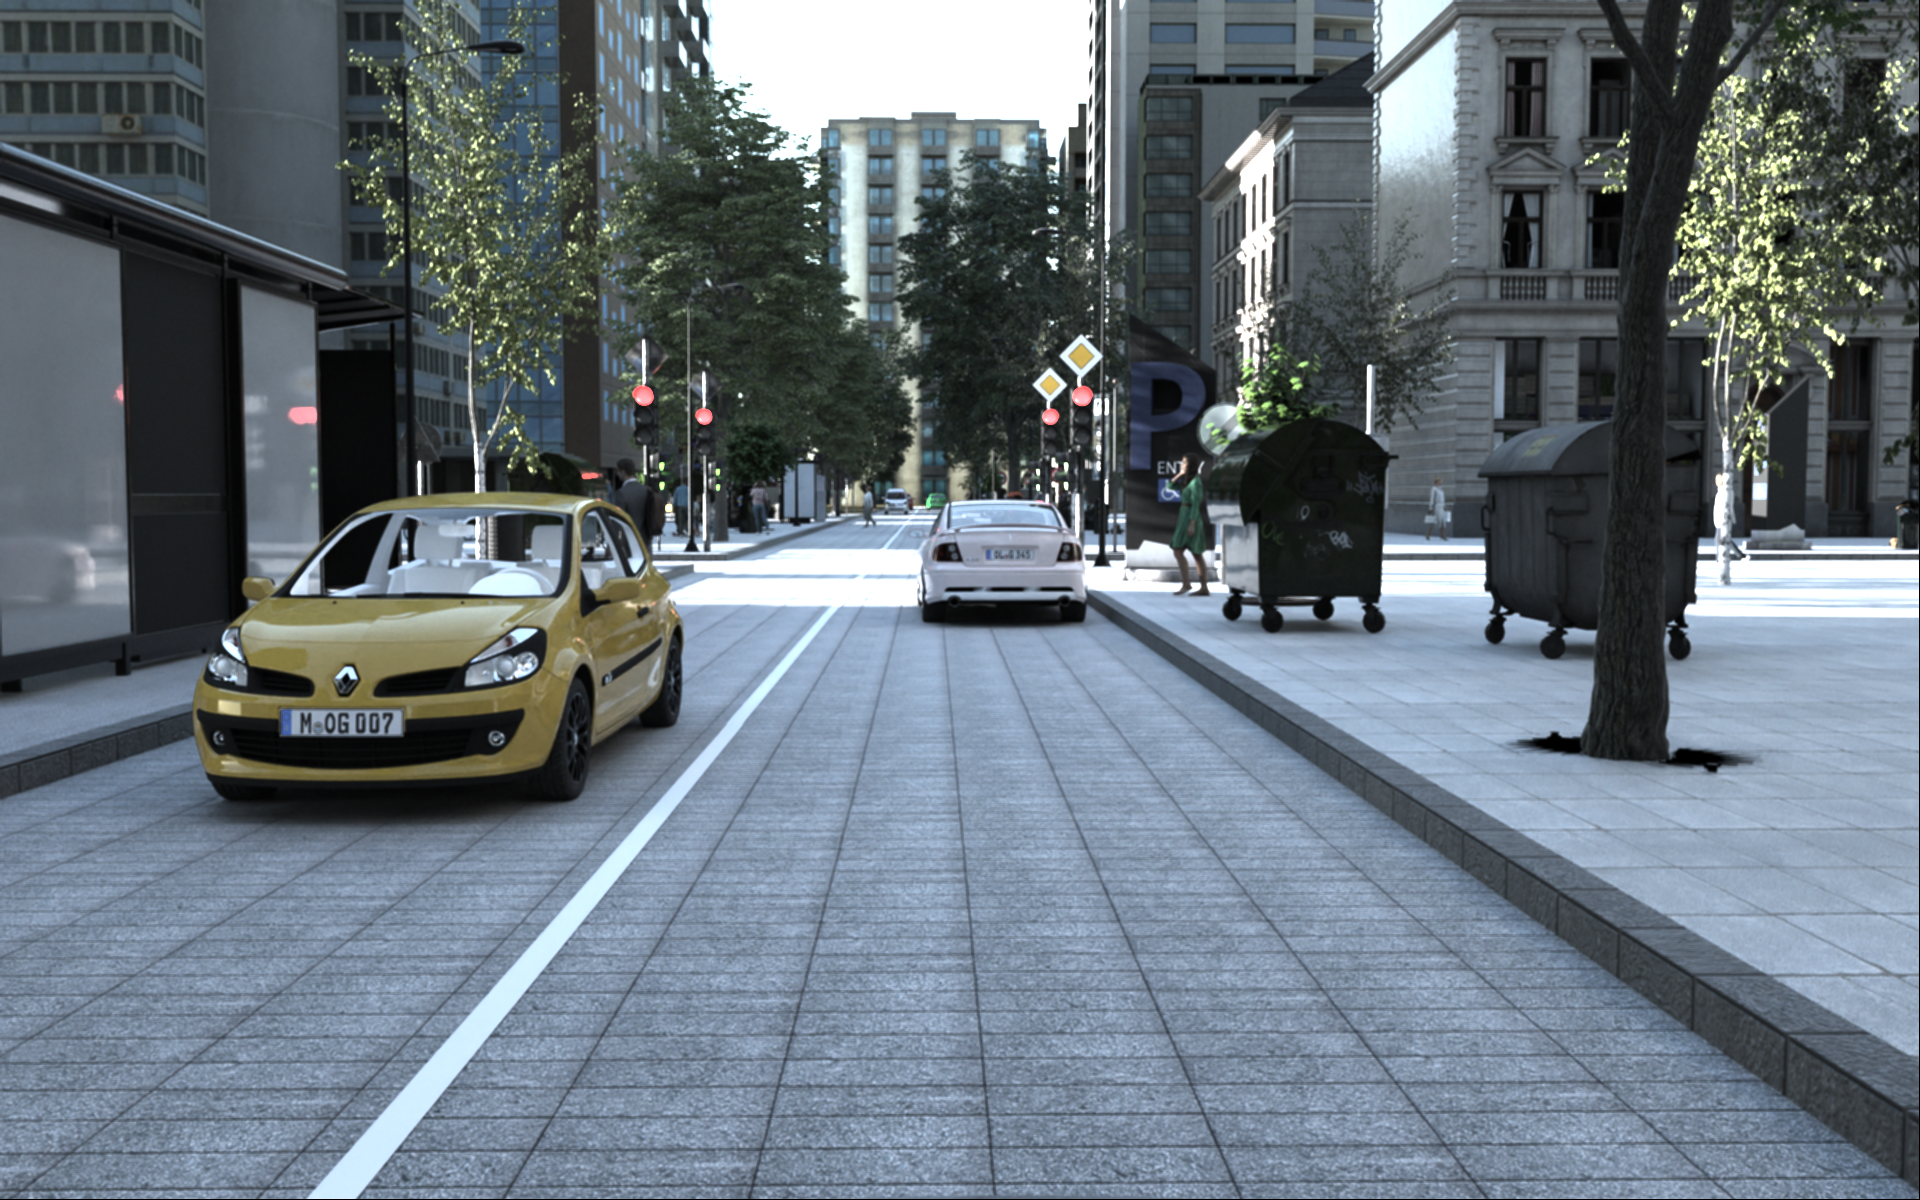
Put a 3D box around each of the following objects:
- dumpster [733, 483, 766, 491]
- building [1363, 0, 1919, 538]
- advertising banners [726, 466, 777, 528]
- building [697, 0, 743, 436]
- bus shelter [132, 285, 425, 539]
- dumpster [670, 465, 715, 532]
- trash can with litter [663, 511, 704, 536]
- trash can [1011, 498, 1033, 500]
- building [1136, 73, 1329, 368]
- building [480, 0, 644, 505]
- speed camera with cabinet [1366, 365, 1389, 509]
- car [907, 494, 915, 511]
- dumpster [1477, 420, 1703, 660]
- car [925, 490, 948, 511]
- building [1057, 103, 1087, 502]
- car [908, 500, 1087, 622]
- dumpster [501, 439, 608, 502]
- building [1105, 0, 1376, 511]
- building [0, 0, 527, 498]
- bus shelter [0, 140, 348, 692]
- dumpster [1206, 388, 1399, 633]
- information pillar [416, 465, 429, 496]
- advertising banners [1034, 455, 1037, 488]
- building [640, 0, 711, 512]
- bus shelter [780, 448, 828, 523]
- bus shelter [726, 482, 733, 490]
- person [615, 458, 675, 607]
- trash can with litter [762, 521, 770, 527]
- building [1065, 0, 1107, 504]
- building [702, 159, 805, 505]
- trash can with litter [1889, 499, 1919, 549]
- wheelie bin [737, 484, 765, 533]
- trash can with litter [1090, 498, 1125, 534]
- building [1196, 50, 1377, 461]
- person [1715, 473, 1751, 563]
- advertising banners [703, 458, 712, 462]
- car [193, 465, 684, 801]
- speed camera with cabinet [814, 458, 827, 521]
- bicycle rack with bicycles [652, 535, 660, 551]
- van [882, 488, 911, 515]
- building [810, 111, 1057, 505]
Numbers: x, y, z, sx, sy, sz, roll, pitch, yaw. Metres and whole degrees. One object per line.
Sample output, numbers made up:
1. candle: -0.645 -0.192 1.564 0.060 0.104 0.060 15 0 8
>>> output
1. dumpster: -9.262 -4.479 75.724 1.502 2.255 1.985 0 4 -1
2. building: 23.523 -13.811 54.691 19.941 23.489 11.050 0 4 -1
3. advertising banners: -7.863 -4.256 65.770 2.074 3.025 0.090 -1 4 -15
4. building: -35.753 -52.127 164.947 31.000 86.520 22.319 0 4 -1
5. bus shelter: -7.737 -1.723 19.456 1.731 3.624 6.357 0 4 -1
6. dumpster: -8.701 -3.342 57.132 1.502 2.255 1.985 0 4 -1
7. trash can with litter: -8.286 -2.581 53.262 1.678 1.210 2.233 0 4 -7
8. trash can: 2.121 -2.914 59.299 0.748 1.137 0.748 0 3 0
9. building: 19.312 -21.482 122.939 14.160 30.474 14.107 0 4 -1
10. building: -25.716 -27.266 95.902 14.600 45.320 14.200 0 4 -1
11. speed camera with cabinet: 5.859 -2.014 27.262 0.660 3.252 2.038 -2 4 -26
12. car: -4.968 -8.611 149.830 2.155 1.783 4.494 0 4 -2
13. dumpster: 5.108 -0.511 14.110 1.264 1.857 1.865 0 4 -1
14. car: -1.945 -8.436 146.718 1.959 1.807 4.718 0 4 -2
15. building: 23.140 -36.363 218.236 21.600 48.544 21.300 0 4 -1
16. car: 0.429 -0.517 20.810 2.083 1.381 4.827 0 4 -3
17. dumpster: -7.100 -1.705 30.379 1.502 2.255 1.985 0 4 -1
18. building: 22.621 -36.774 143.261 21.231 58.520 28.212 0 4 -1
19. building: -32.870 -23.059 68.889 32.217 40.220 23.993 0 4 -1
20. bus shelter: -6.675 -2.079 11.631 2.179 5.291 8.768 0 4 -1
21. dumpster: 3.281 -0.871 16.743 1.502 2.255 1.985 0 4 -1
22. information pillar: -12.188 -2.121 39.164 0.304 2.012 0.304 -2 4 -35
23. advertising banners: 3.154 -4.922 76.669 0.090 3.025 2.074 -1 4 -12
24. building: -30.554 -31.069 127.593 23.786 49.044 30.456 0 4 -1
25. bus shelter: -7.103 -5.141 77.981 2.014 3.302 5.546 0 4 -1
26. bus shelter: -9.755 -5.263 79.977 2.014 3.302 5.546 0 4 -1
27. person: -3.615 -0.662 19.282 0.822 1.834 0.622 1 4 23
28. trash can with litter: -8.015 -3.493 68.491 1.055 1.170 0.624 2 4 27
29. building: 21.205 -44.601 167.473 20.563 71.187 20.611 0 4 -1
30. building: -26.512 -32.464 214.376 14.086 41.232 14.154 0 4 -1
31. trash can with litter: 22.053 -1.781 40.513 0.624 1.170 1.055 0 4 6
32. wheelie bin: -6.823 -3.001 56.973 0.980 1.594 0.693 -3 4 -36
33. trash can with litter: 4.743 -2.711 55.714 1.055 1.170 0.624 -1 4 -14
34. building: 18.277 -14.859 93.857 10.553 20.767 40.483 0 4 -1
35. person: 14.736 -1.519 33.182 0.795 1.843 0.661 1 4 22
36. advertising banners: -8.928 -4.301 66.517 2.074 3.025 0.090 -2 4 -23
37. car: -2.611 0.055 9.320 2.015 1.641 3.980 0 4 1
38. speed camera with cabinet: -6.697 -5.404 82.696 0.660 3.252 2.038 0 4 -5
39. bicycle rack with bicycles: -8.121 -1.547 38.680 2.852 0.926 2.925 1 4 19
40. van: -4.469 -6.997 121.414 2.013 2.044 4.112 0 4 -2
41. building: -3.382 -36.687 219.438 30.456 49.044 23.786 0 4 -1
